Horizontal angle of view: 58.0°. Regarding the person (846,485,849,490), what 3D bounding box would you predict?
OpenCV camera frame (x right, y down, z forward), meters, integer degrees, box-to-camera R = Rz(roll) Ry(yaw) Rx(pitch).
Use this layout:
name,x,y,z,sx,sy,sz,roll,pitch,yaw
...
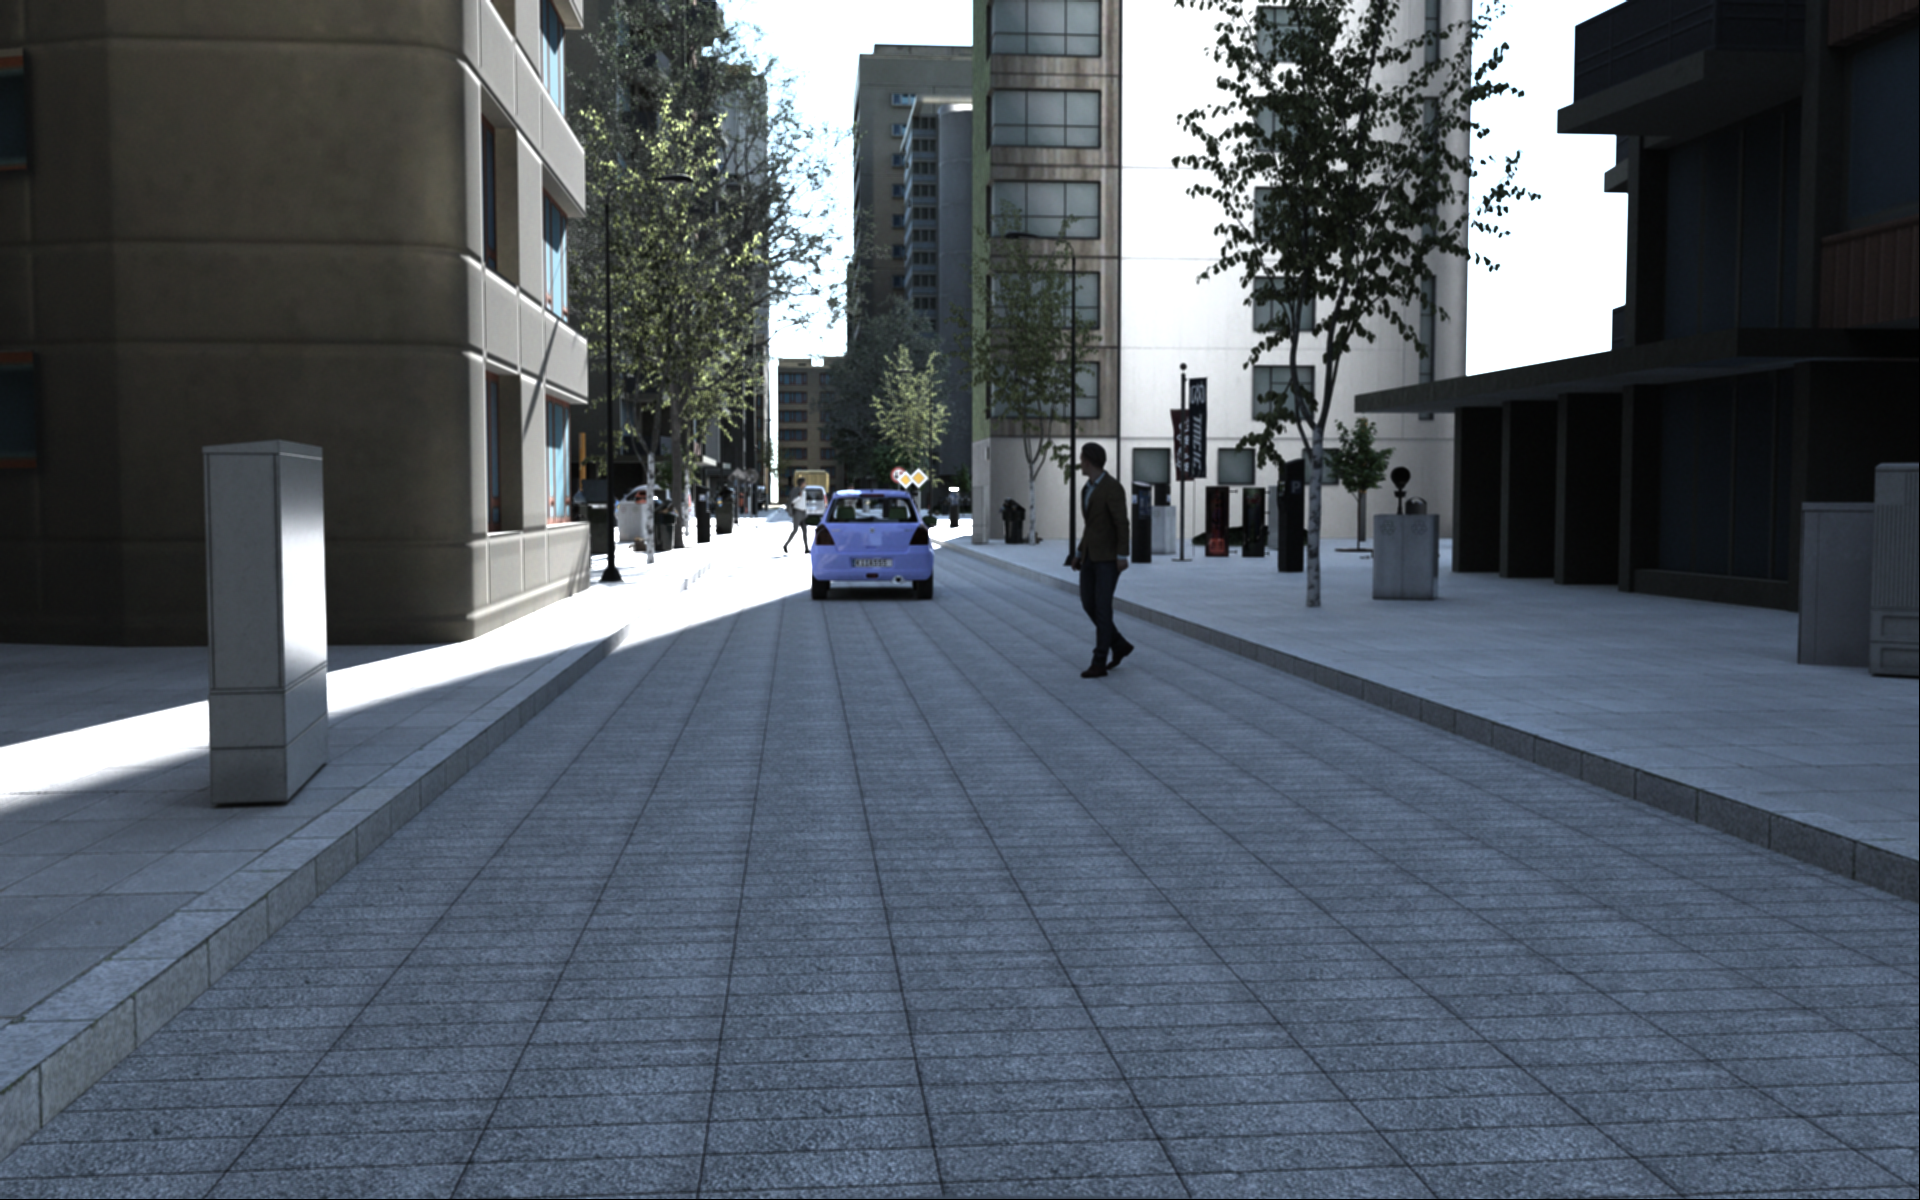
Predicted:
name,x,y,z,sx,sy,sz,roll,pitch,yaw
person,-4.730,-3.946,73.039,0.654,1.822,0.581,-2,4,-27

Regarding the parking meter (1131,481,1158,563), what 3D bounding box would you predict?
name,x,y,z,sx,sy,sz,roll,pitch,yaw
parking meter,3.389,-1.463,32.339,0.372,1.533,0.369,0,3,0

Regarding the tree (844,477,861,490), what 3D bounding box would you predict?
name,x,y,z,sx,sy,sz,roll,pitch,yaw
tree,-10.625,-10.734,170.094,1.663,3.219,1.824,0,3,0

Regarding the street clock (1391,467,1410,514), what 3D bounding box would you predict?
name,x,y,z,sx,sy,sz,roll,pitch,yaw
street clock,11.795,-2.560,46.420,0.471,2.002,0.358,0,4,-3

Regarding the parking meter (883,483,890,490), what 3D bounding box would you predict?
name,x,y,z,sx,sy,sz,roll,pitch,yaw
parking meter,-3.917,-5.240,91.379,0.399,1.863,0.255,0,4,-6

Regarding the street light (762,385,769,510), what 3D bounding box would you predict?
name,x,y,z,sx,sy,sz,roll,pitch,yaw
street light,-8.957,-6.160,73.257,1.470,5.913,1.316,0,4,-5

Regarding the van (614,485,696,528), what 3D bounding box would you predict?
name,x,y,z,sx,sy,sz,roll,pitch,yaw
van,-12.753,-3.841,69.809,4.112,2.044,2.013,0,4,-4

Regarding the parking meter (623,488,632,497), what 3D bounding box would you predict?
name,x,y,z,sx,sy,sz,roll,pitch,yaw
parking meter,-14.184,-4.008,73.942,0.372,1.533,0.369,0,3,0

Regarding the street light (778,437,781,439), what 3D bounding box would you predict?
name,x,y,z,sx,sy,sz,roll,pitch,yaw
street light,-15.360,-10.366,142.027,1.470,5.913,1.316,0,4,-5

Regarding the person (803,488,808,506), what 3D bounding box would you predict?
name,x,y,z,sx,sy,sz,roll,pitch,yaw
person,-7.420,-4.498,81.411,0.474,1.900,0.648,1,4,10

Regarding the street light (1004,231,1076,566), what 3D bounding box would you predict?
name,x,y,z,sx,sy,sz,roll,pitch,yaw
street light,1.479,-3.566,30.850,1.470,5.913,1.316,0,4,-5

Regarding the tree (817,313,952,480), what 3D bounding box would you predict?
name,x,y,z,sx,sy,sz,roll,pitch,yaw
tree,-5.123,-13.037,119.811,9.857,13.997,8.962,0,3,0

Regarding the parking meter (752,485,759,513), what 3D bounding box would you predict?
name,x,y,z,sx,sy,sz,roll,pitch,yaw
parking meter,-13.566,-6.668,114.728,0.399,1.863,0.255,0,4,8

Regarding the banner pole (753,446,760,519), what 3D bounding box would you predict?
name,x,y,z,sx,sy,sz,roll,pitch,yaw
banner pole,-10.715,-6.175,90.973,0.401,3.779,0.863,0,4,-8

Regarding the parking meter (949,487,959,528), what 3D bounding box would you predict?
name,x,y,z,sx,sy,sz,roll,pitch,yaw
parking meter,-0.217,-3.530,66.119,0.372,1.533,0.369,0,3,0

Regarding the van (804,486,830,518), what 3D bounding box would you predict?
name,x,y,z,sx,sy,sz,roll,pitch,yaw
van,-7.670,-5.072,89.935,2.013,2.044,4.112,0,4,-4

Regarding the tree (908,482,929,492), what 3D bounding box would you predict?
name,x,y,z,sx,sy,sz,roll,pitch,yaw
tree,-3.680,-9.292,146.531,1.663,3.219,1.824,0,3,0

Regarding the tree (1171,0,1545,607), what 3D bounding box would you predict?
name,x,y,z,sx,sy,sz,roll,pitch,yaw
tree,4.223,-4.241,19.697,4.737,8.622,4.395,0,3,0

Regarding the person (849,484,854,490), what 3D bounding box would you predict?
name,x,y,z,sx,sy,sz,roll,pitch,yaw
person,-3.945,-3.304,62.695,0.511,1.800,0.466,-2,4,-28

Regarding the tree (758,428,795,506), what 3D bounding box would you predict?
name,x,y,z,sx,sy,sz,roll,pitch,yaw
tree,-20.667,-14.829,192.819,4.737,8.622,4.395,0,3,0

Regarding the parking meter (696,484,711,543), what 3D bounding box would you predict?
name,x,y,z,sx,sy,sz,roll,pitch,yaw
parking meter,-6.738,-2.268,45.490,0.372,1.533,0.369,0,3,0

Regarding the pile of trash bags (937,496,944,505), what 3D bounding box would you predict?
name,x,y,z,sx,sy,sz,roll,pitch,yaw
pile of trash bags,-0.853,-8.446,147.846,1.912,1.369,3.447,1,4,16

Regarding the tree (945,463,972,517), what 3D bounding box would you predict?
name,x,y,z,sx,sy,sz,roll,pitch,yaw
tree,0.243,-6.339,98.242,1.663,3.219,1.824,0,3,0

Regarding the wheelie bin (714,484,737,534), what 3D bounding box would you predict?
name,x,y,z,sx,sy,sz,roll,pitch,yaw
wheelie bin,-7.543,-2.920,55.652,0.693,1.594,0.980,0,4,-2

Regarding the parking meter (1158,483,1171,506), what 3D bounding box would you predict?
name,x,y,z,sx,sy,sz,roll,pitch,yaw
parking meter,4.649,-1.921,39.815,0.372,1.533,0.369,0,3,0

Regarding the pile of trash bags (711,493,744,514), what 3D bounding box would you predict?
name,x,y,z,sx,sy,sz,roll,pitch,yaw
pile of trash bags,-15.408,-6.179,110.786,3.447,1.369,1.912,1,4,16

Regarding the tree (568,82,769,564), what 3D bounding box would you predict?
name,x,y,z,sx,sy,sz,roll,pitch,yaw
tree,-5.652,-4.986,31.883,4.360,8.622,3.978,0,3,0

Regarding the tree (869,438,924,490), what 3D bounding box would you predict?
name,x,y,z,sx,sy,sz,roll,pitch,yaw
tree,-3.478,-6.885,96.278,4.285,4.588,4.351,0,3,0

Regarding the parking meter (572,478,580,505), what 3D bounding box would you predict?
name,x,y,z,sx,sy,sz,roll,pitch,yaw
parking meter,-13.624,-3.435,61.878,0.255,1.863,0.399,2,4,32

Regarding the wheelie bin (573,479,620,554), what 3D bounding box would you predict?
name,x,y,z,sx,sy,sz,roll,pitch,yaw
wheelie bin,-7.805,-1.783,37.065,0.980,1.594,0.693,-2,4,-30

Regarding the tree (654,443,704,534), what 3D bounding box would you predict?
name,x,y,z,sx,sy,sz,roll,pitch,yaw
tree,-9.200,-3.766,56.182,1.663,3.219,1.824,0,3,0

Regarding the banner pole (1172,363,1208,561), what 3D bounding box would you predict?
name,x,y,z,sx,sy,sz,roll,pitch,yaw
banner pole,4.413,-2.632,33.050,0.401,3.779,0.863,-3,4,-38

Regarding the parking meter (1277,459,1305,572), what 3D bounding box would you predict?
name,x,y,z,sx,sy,sz,roll,pitch,yaw
parking meter,5.445,-1.395,28.521,0.399,1.863,0.255,-1,4,-22

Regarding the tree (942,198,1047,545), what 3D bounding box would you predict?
name,x,y,z,sx,sy,sz,roll,pitch,yaw
tree,1.728,-5.662,42.944,4.737,8.622,4.395,0,3,0

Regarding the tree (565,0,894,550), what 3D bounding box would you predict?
name,x,y,z,sx,sy,sz,roll,pitch,yaw
tree,-6.579,-7.934,40.091,12.009,13.543,11.850,0,3,0

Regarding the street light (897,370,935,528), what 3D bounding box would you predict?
name,x,y,z,sx,sy,sz,roll,pitch,yaw
street light,-1.641,-5.654,64.984,1.470,5.913,1.316,0,4,-5

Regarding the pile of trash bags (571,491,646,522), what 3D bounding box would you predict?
name,x,y,z,sx,sy,sz,roll,pitch,yaw
pile of trash bags,-11.305,-2.715,54.136,3.447,1.369,1.912,-1,4,-11

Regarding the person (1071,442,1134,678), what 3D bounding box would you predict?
name,x,y,z,sx,sy,sz,roll,pitch,yaw
person,1.123,-0.331,13.818,0.656,1.842,0.836,2,4,34

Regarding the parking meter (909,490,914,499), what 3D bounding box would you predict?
name,x,y,z,sx,sy,sz,roll,pitch,yaw
parking meter,-3.115,-6.412,113.242,0.372,1.533,0.369,0,3,0

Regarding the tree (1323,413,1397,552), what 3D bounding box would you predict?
name,x,y,z,sx,sy,sz,roll,pitch,yaw
tree,8.986,-2.693,38.632,1.663,3.219,1.824,0,3,0

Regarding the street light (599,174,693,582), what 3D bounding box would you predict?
name,x,y,z,sx,sy,sz,roll,pitch,yaw
street light,-4.577,-3.226,25.283,1.470,5.913,1.316,0,4,-5

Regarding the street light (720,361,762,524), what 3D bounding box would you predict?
name,x,y,z,sx,sy,sz,roll,pitch,yaw
street light,-7.717,-5.348,59.978,1.470,5.913,1.316,0,4,-5

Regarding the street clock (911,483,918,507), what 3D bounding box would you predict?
name,x,y,z,sx,sy,sz,roll,pitch,yaw
street clock,-2.091,-4.646,80.531,0.358,2.002,0.471,-2,4,-23

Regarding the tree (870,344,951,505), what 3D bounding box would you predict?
name,x,y,z,sx,sy,sz,roll,pitch,yaw
tree,-2.246,-8.183,84.147,4.360,8.622,3.978,0,3,0

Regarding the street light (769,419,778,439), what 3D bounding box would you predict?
name,x,y,z,sx,sy,sz,roll,pitch,yaw
street light,-12.186,-8.243,107.317,1.470,5.913,1.316,0,4,-5

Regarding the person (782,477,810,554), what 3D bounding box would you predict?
name,x,y,z,sx,sy,sz,roll,pitch,yaw
person,-3.878,-2.007,41.418,0.850,1.850,0.679,2,4,24
